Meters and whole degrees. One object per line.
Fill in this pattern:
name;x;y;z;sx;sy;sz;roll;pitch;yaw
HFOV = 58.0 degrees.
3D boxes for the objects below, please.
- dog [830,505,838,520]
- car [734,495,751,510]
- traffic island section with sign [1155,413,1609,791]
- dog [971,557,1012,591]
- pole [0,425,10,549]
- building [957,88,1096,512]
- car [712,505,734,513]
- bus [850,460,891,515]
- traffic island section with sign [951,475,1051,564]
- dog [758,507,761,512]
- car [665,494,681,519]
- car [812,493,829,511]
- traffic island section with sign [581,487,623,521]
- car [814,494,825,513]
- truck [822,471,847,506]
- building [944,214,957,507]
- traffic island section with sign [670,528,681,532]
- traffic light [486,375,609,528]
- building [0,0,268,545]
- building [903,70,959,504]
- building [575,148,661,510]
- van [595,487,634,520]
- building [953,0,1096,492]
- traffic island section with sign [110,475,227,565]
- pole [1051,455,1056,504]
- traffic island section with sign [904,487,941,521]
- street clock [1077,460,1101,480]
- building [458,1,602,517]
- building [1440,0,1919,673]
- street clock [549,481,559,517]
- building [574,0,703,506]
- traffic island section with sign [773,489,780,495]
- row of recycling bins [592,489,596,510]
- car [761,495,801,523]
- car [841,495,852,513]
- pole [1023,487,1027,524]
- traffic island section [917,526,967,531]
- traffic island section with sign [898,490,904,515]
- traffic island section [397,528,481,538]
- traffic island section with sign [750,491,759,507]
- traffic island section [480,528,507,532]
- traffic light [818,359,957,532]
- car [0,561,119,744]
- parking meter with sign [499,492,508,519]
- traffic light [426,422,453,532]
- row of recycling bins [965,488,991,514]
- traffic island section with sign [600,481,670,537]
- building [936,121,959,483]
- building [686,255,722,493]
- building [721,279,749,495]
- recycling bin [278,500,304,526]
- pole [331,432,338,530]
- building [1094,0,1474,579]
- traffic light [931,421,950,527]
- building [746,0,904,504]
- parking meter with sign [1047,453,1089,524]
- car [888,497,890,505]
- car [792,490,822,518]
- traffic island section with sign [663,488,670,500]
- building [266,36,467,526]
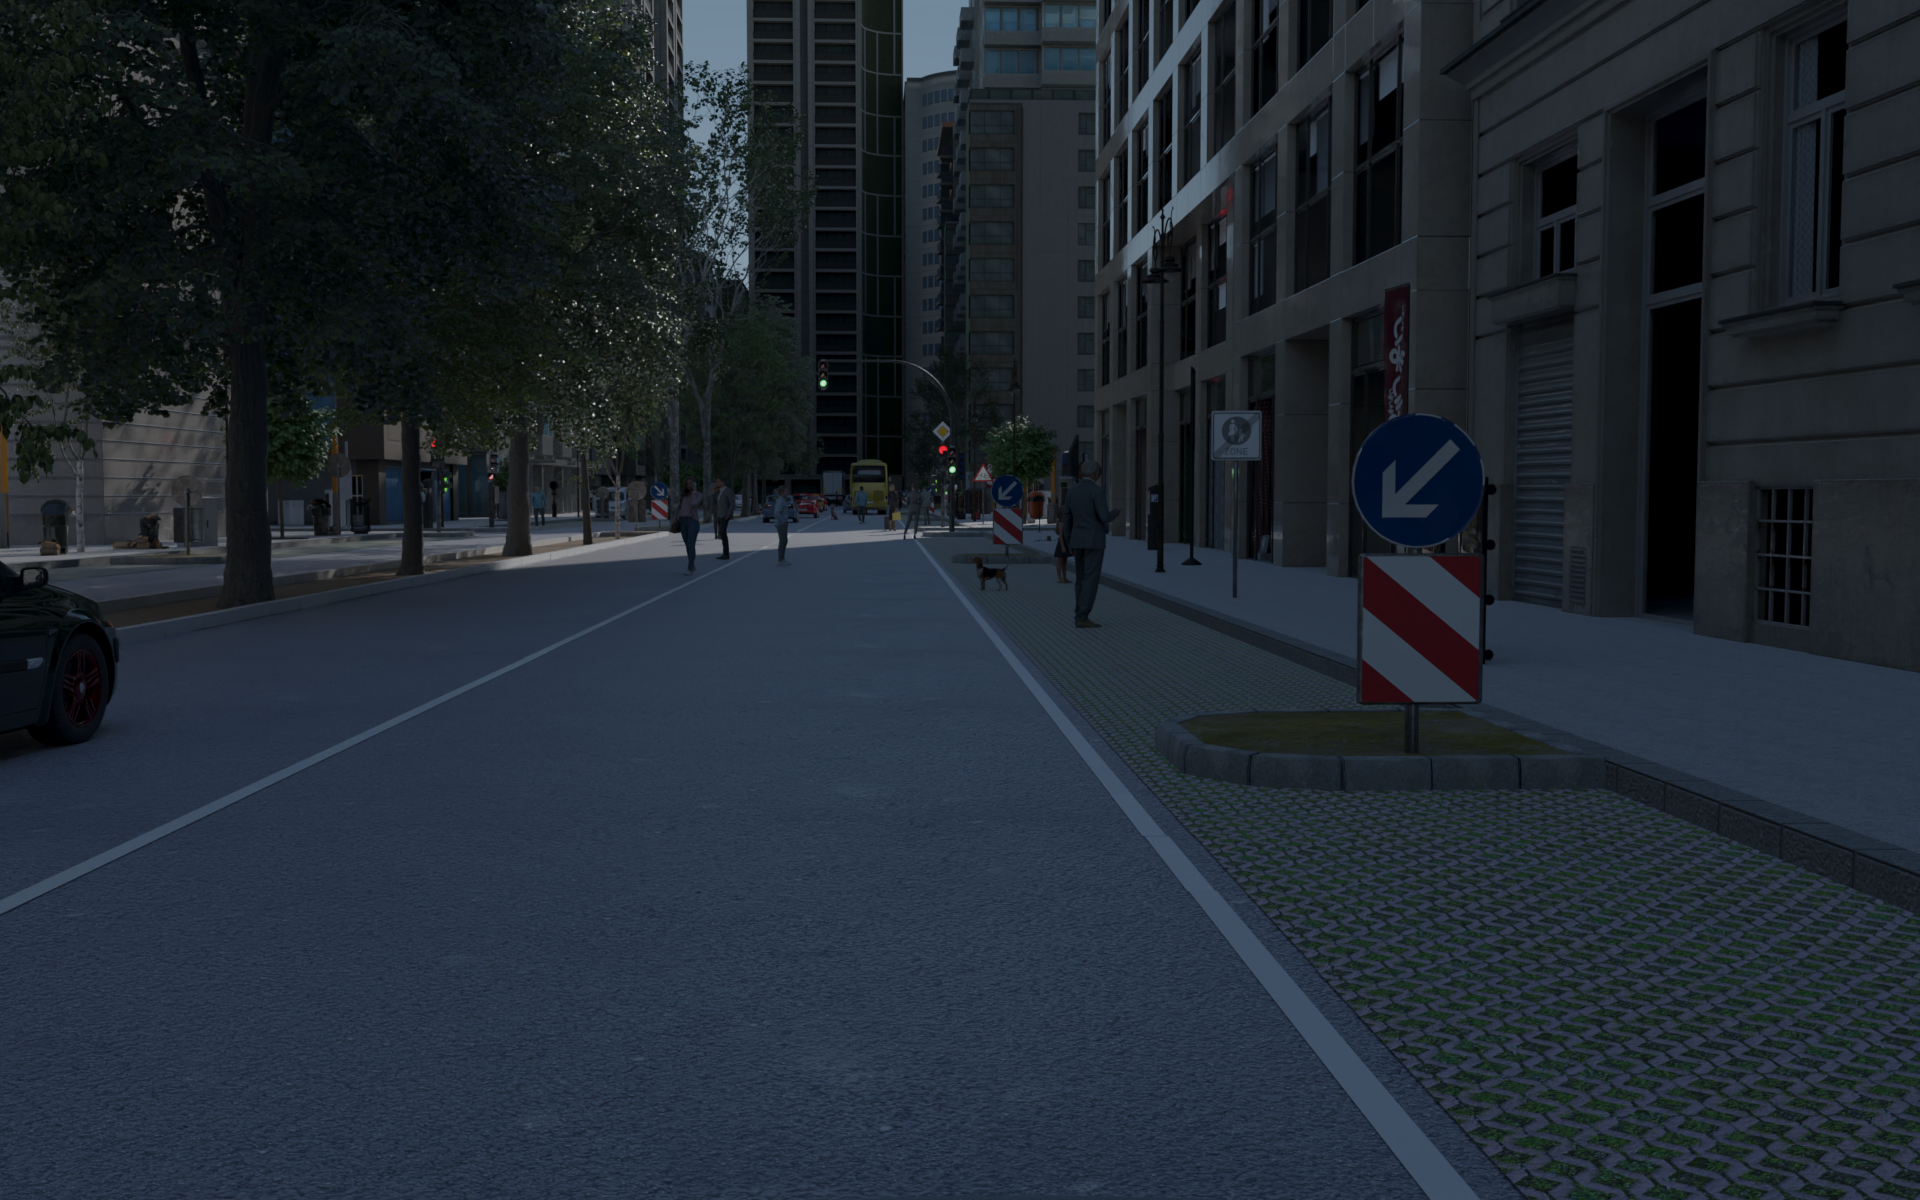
dog;-6.817;-4.807;95.434;0.800;0.831;0.513;-1;4;-21
car;-19.348;-8.610;153.140;2.083;1.381;4.827;0;4;-2
traffic island section with sign;2.105;-0.039;9.259;1.989;1.847;2.006;0;4;-3
dog;0.465;-0.387;25.621;0.540;0.507;0.406;-1;4;-13
pole;-22.439;-2.860;40.598;0.158;3.312;0.155;0;3;0
building;7.348;-21.750;127.314;14.160;30.474;14.107;0;4;-3
car;-17.762;-7.116;128.353;2.014;1.417;4.499;0;4;-2
bus;-6.385;-8.045;123.074;2.896;3.916;12.252;0;4;-2
traffic island section with sign;0.827;-1.685;36.184;1.989;1.847;2.006;0;4;-3
dog;-14.758;-6.667;128.296;0.406;0.507;0.540;1;4;10
car;-15.688;-5.311;96.625;2.009;1.686;4.222;0;4;-5
car;-12.337;-8.526;148.441;2.155;1.783;4.494;0;4;-1
traffic island section with sign;-18.770;-5.038;90.995;1.989;1.847;2.006;0;4;-3
car;-11.560;-7.606;134.585;2.015;1.641;3.980;0;4;-1
truck;-15.431;-13.718;213.202;2.839;4.237;11.283;0;4;-2
building;5.283;-25.013;180.656;14.160;30.474;14.107;0;4;-3
traffic island section with sign;-11.397;-3.549;66.168;2.006;1.907;1.989;0;4;-3
traffic light;-15.787;-5.599;66.206;4.771;5.953;1.251;0;4;-3
building;-33.317;-12.625;48.212;24.055;21.916;13.314;0;4;-3
building;6.494;-42.531;237.382;28.212;58.520;21.231;0;4;-3
building;-33.462;-22.988;147.550;14.160;30.474;14.107;0;4;-3
van;-19.236;-5.477;96.565;2.013;2.044;4.112;0;4;-2
building;10.795;-32.934;158.084;23.786;49.044;30.456;0;4;-3
traffic island section with sign;-16.145;-1.661;35.791;1.989;1.847;2.006;0;4;-3
pole;4.055;-4.975;75.185;0.158;3.312;0.155;0;3;0
traffic island section with sign;-1.816;-5.090;91.852;1.989;1.847;2.006;0;4;-3
street clock;2.744;-1.973;36.821;0.471;2.002;0.358;2;4;33
building;-35.472;-29.733;105.739;23.786;49.044;30.456;0;4;-3
building;14.337;-10.661;7.587;16.112;22.955;30.059;0;4;-3
street clock;-22.368;-5.559;95.464;0.471;2.002;0.358;2;4;28
building;-38.003;-45.681;185.144;20.563;71.187;20.611;0;4;-3
traffic island section with sign;-14.961;-8.140;141.222;2.006;1.907;1.989;0;4;-3
row of recycling bins;-26.574;-7.645;132.115;3.534;1.692;1.069;2;4;28
car;-9.033;-4.610;87.368;2.014;1.417;4.499;0;4;-4
car;-8.042;-7.336;131.953;2.014;1.417;4.499;0;4;-4
pole;2.742;-4.886;73.731;0.158;3.312;0.155;0;3;0
traffic island section;-0.640;-2.736;67.015;2.009;0.180;2.903;0;4;-3
traffic island section with sign;-3.085;-6.737;118.777;1.989;1.847;2.006;0;4;-3
traffic island section;-17.535;-2.199;58.229;2.009;0.180;2.903;0;4;-3
traffic island section with sign;-23.692;-11.411;195.200;1.989;1.847;2.006;0;4;-3
traffic island section;-17.912;-2.687;66.205;2.009;0.180;2.903;0;4;-3
traffic light;-2.388;-5.139;58.683;4.771;5.953;1.251;0;4;-3
car;-5.867;0.066;8.709;2.009;1.686;4.222;0;4;-1
parking meter with sign;-23.319;-5.676;89.060;1.738;3.016;0.543;-3;5;-41
traffic light;-17.494;-4.231;58.096;0.839;4.253;0.868;0;4;-3
row of recycling bins;1.113;-6.442;112.438;1.069;1.692;3.534;-1;4;-16
traffic island section with sign;-11.056;-3.097;58.769;2.006;1.907;1.989;0;4;-3
building;8.465;-33.469;201.841;22.147;44.769;28.867;0;4;-3
building;-36.743;-26.663;207.644;14.107;30.474;14.160;0;4;-3
building;-35.537;-28.208;232.899;14.107;30.474;14.160;0;4;-3
recycling bin;-26.810;-3.478;69.412;0.722;1.027;0.722;2;4;25
pole;-19.935;-3.758;55.283;0.158;3.312;0.155;0;3;0
building;14.785;-14.377;39.582;19.350;26.468;34.151;0;4;-3
traffic light;-0.681;-4.769;66.899;0.839;4.253;0.868;0;4;-3
building;-17.962;-48.816;236.385;20.611;71.187;20.563;0;4;-3
parking meter with sign;4.592;-4.771;74.260;1.738;3.016;0.543;1;4;23
car;-7.947;-12.584;215.334;1.945;1.707;3.694;0;4;-3
car;-9.417;-5.824;104.259;2.155;1.783;4.494;0;4;-3
traffic island section with sign;-20.107;-6.768;119.277;1.989;1.847;2.006;0;4;-3
building;-30.561;-26.033;75.745;14.600;45.320;14.200;0;4;-3
